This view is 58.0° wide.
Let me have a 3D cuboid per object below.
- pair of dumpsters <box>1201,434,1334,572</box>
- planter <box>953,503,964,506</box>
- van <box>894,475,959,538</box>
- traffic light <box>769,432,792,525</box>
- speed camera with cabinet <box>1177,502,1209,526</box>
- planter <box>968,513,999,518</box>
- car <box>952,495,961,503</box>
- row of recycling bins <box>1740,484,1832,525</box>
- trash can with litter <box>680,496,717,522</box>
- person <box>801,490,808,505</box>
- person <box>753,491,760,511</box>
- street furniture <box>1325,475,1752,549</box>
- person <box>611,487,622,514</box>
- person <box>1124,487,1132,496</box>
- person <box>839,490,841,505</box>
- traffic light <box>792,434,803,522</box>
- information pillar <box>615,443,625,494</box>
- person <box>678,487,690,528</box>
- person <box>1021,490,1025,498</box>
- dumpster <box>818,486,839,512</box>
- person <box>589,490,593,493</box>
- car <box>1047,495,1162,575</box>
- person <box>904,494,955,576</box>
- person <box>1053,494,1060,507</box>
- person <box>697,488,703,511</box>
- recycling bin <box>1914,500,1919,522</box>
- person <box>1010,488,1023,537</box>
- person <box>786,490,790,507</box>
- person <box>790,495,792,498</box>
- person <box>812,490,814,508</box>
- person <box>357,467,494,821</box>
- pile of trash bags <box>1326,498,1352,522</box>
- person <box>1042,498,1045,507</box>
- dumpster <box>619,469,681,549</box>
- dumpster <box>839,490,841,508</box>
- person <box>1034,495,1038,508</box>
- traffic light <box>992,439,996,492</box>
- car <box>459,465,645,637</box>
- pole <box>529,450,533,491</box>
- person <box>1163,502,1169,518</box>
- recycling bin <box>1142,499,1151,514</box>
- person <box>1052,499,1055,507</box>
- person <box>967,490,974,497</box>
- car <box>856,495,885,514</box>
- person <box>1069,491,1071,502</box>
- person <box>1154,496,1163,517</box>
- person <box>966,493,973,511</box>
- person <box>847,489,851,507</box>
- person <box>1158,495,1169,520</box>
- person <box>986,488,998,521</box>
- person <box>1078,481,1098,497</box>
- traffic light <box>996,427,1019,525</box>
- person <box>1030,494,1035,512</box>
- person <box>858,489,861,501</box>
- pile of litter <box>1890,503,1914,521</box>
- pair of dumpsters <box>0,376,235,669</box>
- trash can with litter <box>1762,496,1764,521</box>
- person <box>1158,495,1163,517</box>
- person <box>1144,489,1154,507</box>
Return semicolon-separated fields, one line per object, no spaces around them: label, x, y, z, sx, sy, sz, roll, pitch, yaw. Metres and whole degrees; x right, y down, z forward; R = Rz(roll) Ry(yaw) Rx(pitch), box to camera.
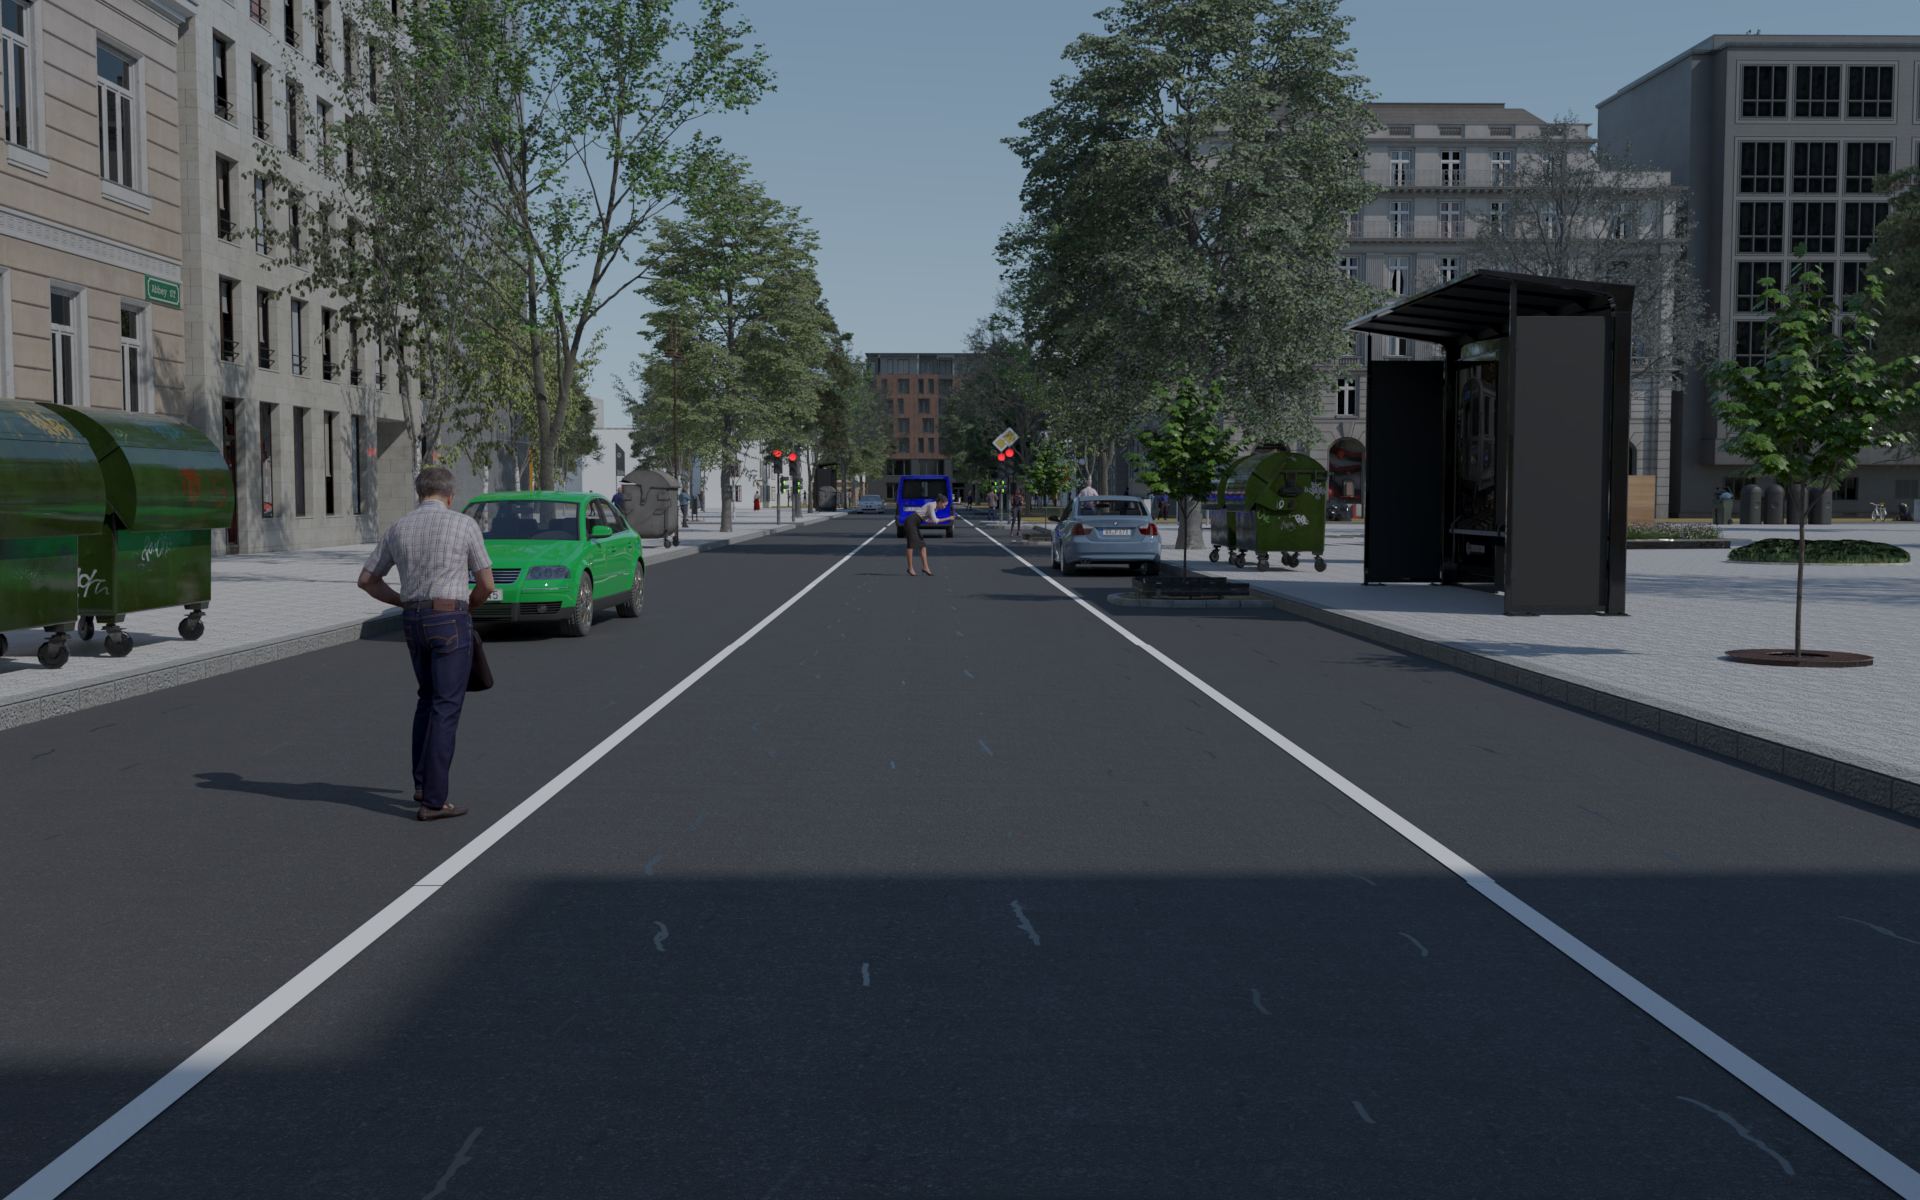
pair of dumpsters;5.345;-1.707;30.400;1.574;2.255;4.436;0;4;-1
planter;-0.465;-11.585;210.552;1.991;0.319;1.994;0;4;-1
van;-1.146;-3.300;58.336;2.240;2.365;5.245;0;3;0
traffic light;-7.529;-5.056;71.918;0.839;4.213;0.868;0;4;-1
speed camera with cabinet;9.594;-4.689;71.008;0.660;3.252;2.038;-1;4;-20
planter;1.474;-5.121;104.861;1.991;0.319;1.994;0;4;-1
car;-0.889;-12.792;221.504;2.083;1.381;4.827;0;4;1
row of recycling bins;34.681;-4.012;72.711;3.534;1.692;1.069;1;4;11
trash can with litter;-12.443;-4.265;80.796;1.678;1.210;2.233;-2;4;-32
person;-17.690;-11.671;197.583;1.217;1.735;0.721;0;4;-6
person;-15.316;-7.456;130.408;0.523;1.526;0.387;0;4;5
street furniture;15.102;-2.159;42.146;11.010;1.723;9.812;-1;4;-11
person;-10.601;-2.794;54.421;0.574;1.496;0.600;3;4;39
person;10.980;-6.519;113.325;0.504;1.737;0.576;-2;4;-29
person;-14.469;-12.466;209.872;0.705;1.822;1.348;-2;4;-25
traffic light;-7.676;-5.545;79.902;0.839;4.213;0.868;0;4;-1
information pillar;-15.572;-5.384;79.383;0.183;3.616;0.504;3;5;42
person;-10.407;-3.495;65.393;0.429;1.552;0.499;-1;4;-19
person;7.244;-11.969;202.270;0.617;1.759;0.750;1;4;16
dumpster;-9.523;-7.229;123.956;1.264;1.857;1.865;0;4;-1
person;-21.652;-5.701;101.794;0.480;1.512;0.613;1;4;9
car;2.643;-1.212;31.817;2.014;1.417;4.499;0;4;-1
person;-0.569;-1.139;30.304;0.799;1.438;0.628;-2;4;-28
person;9.194;-9.863;167.396;1.348;1.812;0.705;-1;4;-13
person;-19.630;-7.608;131.122;0.600;1.739;0.565;-3;5;-40
recycling bin;44.705;-4.144;80.307;0.722;1.027;0.722;3;5;39
person;1.928;-2.971;58.539;0.415;1.643;0.593;2;4;29
person;-17.460;-10.419;177.110;0.721;1.743;1.217;0;4;3
person;-16.185;-10.068;170.664;1.348;1.822;0.705;2;4;34
person;-13.470;-9.422;160.924;1.217;1.723;0.721;-3;5;-39
person;-2.406;0.176;7.830;0.614;1.554;0.590;0;4;8
pile of trash bags;16.510;-4.371;81.213;3.447;1.369;1.912;-1;4;-10
person;8.623;-10.441;176.711;1.348;1.831;0.705;-3;5;-43
dumpster;-7.407;-2.179;41.381;1.264;1.857;1.865;0;4;-1
dumpster;-11.236;-9.037;153.517;1.264;1.857;1.865;0;4;-1
person;7.218;-9.635;164.255;1.217;1.739;0.721;0;4;-1
traffic light;1.884;-5.556;80.093;0.839;4.213;0.868;0;4;-1
car;-4.611;-0.610;18.762;1.959;1.807;4.718;0;4;0
pole;-19.855;-5.278;80.138;0.158;3.312;0.155;0;3;0
person;10.989;-5.169;92.018;0.517;1.644;0.566;1;4;19
recycling bin;8.497;-4.208;81.358;0.722;1.027;0.722;2;4;31
person;9.255;-10.072;171.445;0.721;1.736;1.217;1;4;9
person;1.350;-13.623;228.877;0.705;1.812;1.348;-3;4;-37
car;-6.572;-7.066;127.894;2.083;1.381;4.827;0;4;1
person;8.148;-7.527;129.914;0.445;1.727;0.742;-1;4;-17
person;10.988;-5.299;95.910;0.697;1.427;0.421;2;4;26
person;0.811;-8.299;146.876;0.574;1.496;0.600;0;4;-7
person;-10.842;-9.912;168.817;0.721;1.736;1.217;-1;4;-15
person;9.997;-4.672;85.124;0.574;1.496;0.600;1;4;9
person;1.639;-4.823;88.176;0.655;1.722;0.431;1;4;15
person;4.166;-2.984;55.767;0.756;1.711;0.436;2;4;30
traffic light;2.030;-5.068;72.109;0.839;4.213;0.868;0;4;-1
person;4.243;-5.892;103.843;0.517;1.644;0.566;-2;4;-27
person;-10.898;-11.121;188.012;0.705;1.807;1.348;0;4;7
pile of litter;44.745;-4.158;81.951;1.176;0.858;1.719;-1;4;-22
pair of dumpsters;-7.091;-0.646;13.056;1.574;2.255;4.436;0;4;-1
trash can with litter;37.550;-4.251;80.889;0.624;1.170;1.055;2;4;32
person;11.544;-5.607;98.539;0.655;1.722;0.431;-2;4;-24
person;9.223;-4.662;84.479;0.429;1.552;0.499;-1;4;-16
